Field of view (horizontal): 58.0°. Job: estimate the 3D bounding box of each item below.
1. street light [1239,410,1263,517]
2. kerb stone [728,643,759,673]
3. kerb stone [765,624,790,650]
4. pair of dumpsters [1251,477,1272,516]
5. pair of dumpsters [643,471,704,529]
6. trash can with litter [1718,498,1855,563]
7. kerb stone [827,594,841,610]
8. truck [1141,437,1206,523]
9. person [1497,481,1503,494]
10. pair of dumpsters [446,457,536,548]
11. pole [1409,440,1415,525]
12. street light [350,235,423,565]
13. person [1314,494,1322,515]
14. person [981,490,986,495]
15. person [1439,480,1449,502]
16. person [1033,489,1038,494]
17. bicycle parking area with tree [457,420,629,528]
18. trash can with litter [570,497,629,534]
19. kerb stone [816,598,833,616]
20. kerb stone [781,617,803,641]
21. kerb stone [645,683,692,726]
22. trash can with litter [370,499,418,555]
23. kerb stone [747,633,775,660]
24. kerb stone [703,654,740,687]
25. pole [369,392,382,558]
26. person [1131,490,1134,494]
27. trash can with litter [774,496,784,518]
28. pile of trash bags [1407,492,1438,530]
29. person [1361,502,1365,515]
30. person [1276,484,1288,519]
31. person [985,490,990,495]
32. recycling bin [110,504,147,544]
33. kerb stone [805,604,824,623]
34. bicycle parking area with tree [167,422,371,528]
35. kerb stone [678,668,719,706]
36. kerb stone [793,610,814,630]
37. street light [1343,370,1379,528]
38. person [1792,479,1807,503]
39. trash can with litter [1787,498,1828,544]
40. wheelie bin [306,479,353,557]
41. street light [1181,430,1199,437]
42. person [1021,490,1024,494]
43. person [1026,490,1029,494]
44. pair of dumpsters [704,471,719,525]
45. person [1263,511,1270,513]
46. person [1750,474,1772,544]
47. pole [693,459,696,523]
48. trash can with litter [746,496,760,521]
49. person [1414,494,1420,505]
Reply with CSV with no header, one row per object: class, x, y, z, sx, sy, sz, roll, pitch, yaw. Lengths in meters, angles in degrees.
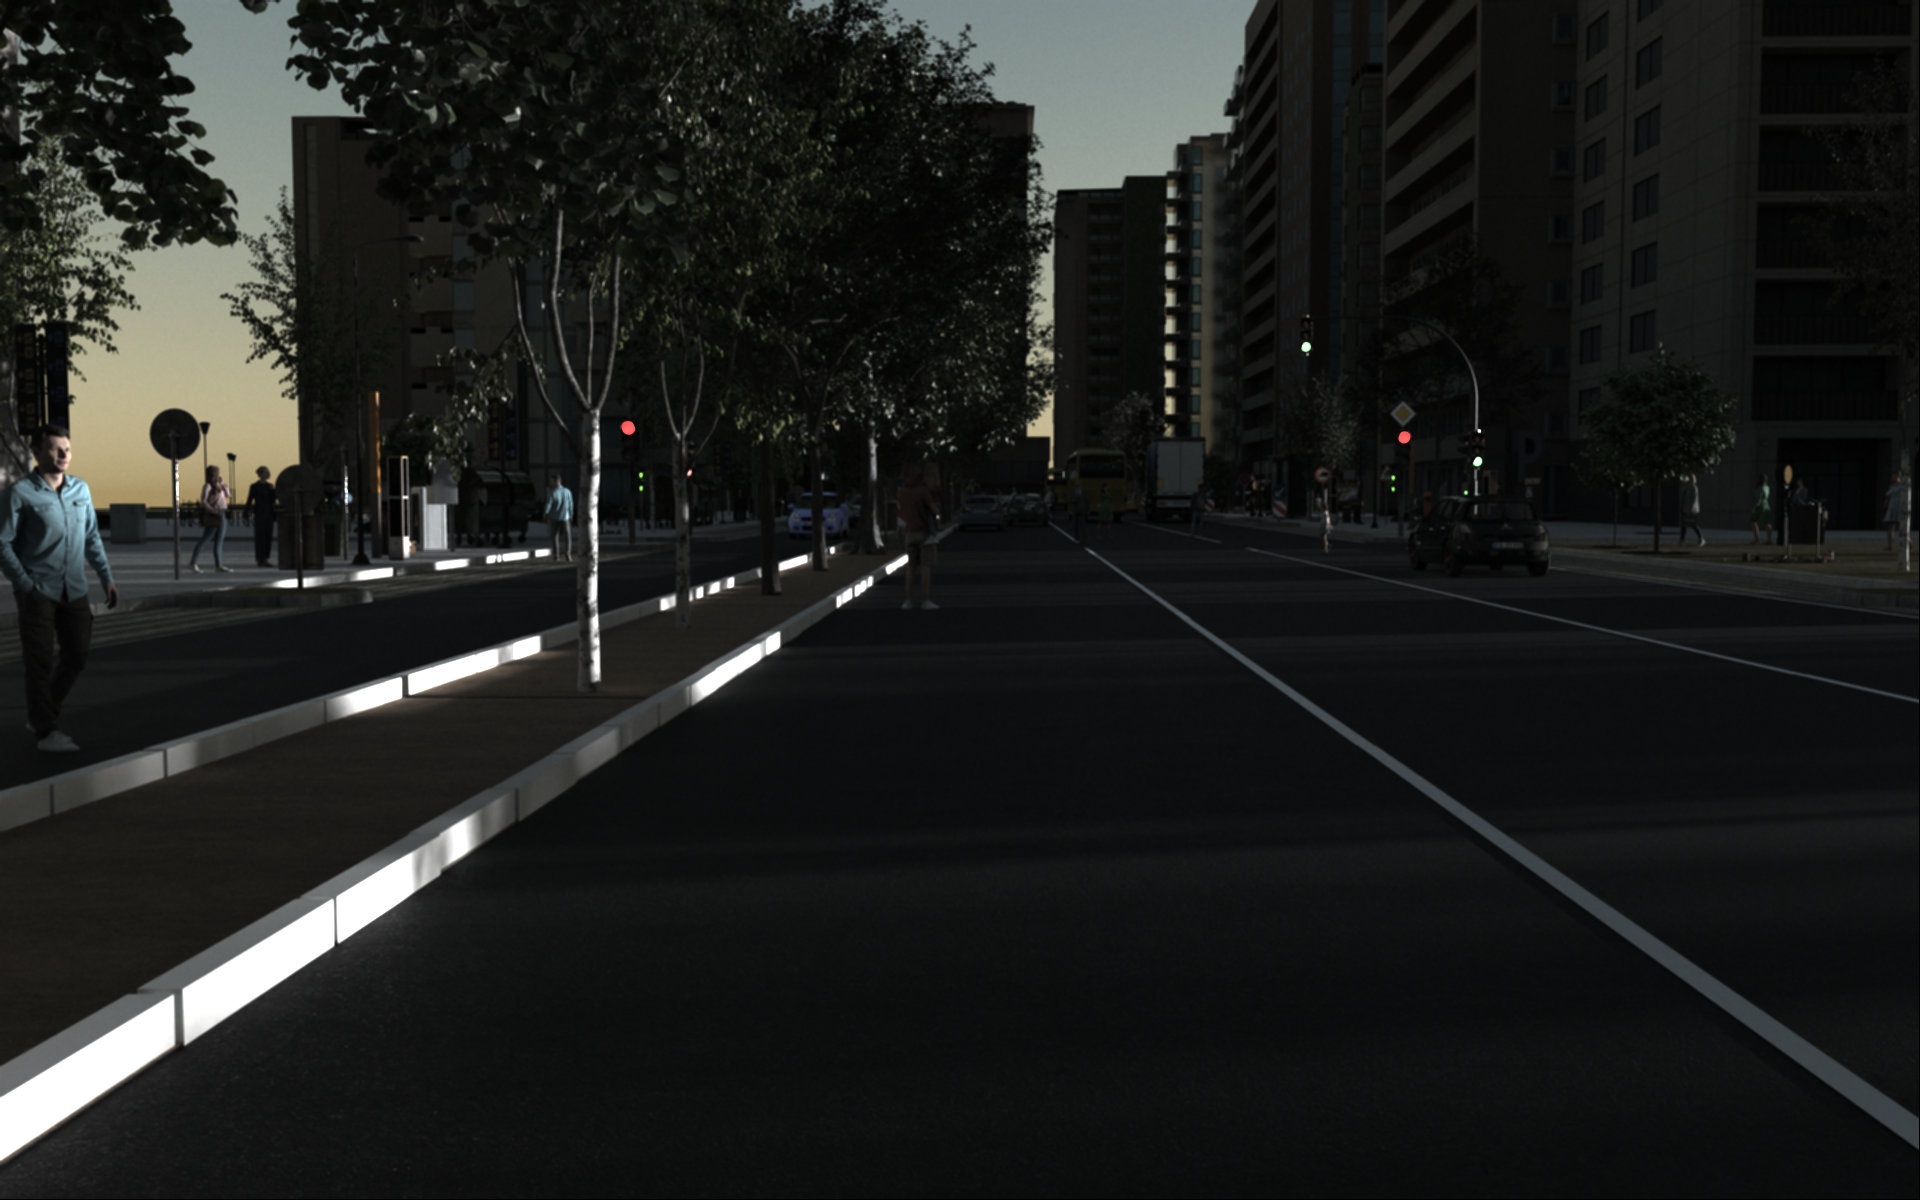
street light,16.121,-7.555,96.059,1.470,5.913,1.316,0,4,2
kerb stone,-1.802,0.490,14.208,0.120,0.150,1.000,0,4,2
kerb stone,-1.742,0.363,16.257,0.120,0.150,1.000,0,4,2
pair of dumpsters,18.346,-6.124,102.620,1.574,2.255,4.437,0,4,2
pair of dumpsters,-10.882,-3.820,64.952,1.574,2.255,4.437,0,4,1
trash can with litter,15.682,-1.340,32.969,2.233,1.210,1.678,3,5,42
kerb stone,-1.603,0.055,21.370,0.120,0.150,1.000,0,4,2
truck,11.096,-6.211,90.463,2.839,4.237,11.283,0,4,3
person,22.902,-4.157,73.783,0.755,1.850,0.659,2,4,29
pair of dumpsters,-11.958,-2.499,43.345,1.574,2.255,4.437,0,4,2
pole,17.179,-4.404,65.851,0.158,3.312,0.155,0,3,0
street light,-10.316,-3.587,31.195,1.470,5.913,1.316,0,4,2
person,22.265,-5.946,107.505,0.306,1.304,0.590,-3,5,-39
person,2.430,-10.421,178.750,0.709,1.838,0.599,1,4,9
person,18.156,-3.593,64.890,0.767,1.812,0.694,1,4,11
person,5.976,-7.882,137.305,1.348,1.831,0.705,-2,4,-27
bicycle parking area with tree,-16.731,-4.915,67.355,8.231,4.147,9.016,0,4,-3
trash can with litter,-11.449,-2.714,55.428,2.233,1.210,1.678,2,4,34
kerb stone,-1.631,0.113,20.348,0.120,0.150,1.000,0,4,2
kerb stone,-1.708,0.301,17.278,0.120,0.150,1.000,0,4,2
kerb stone,-1.891,0.678,11.142,0.120,0.150,1.000,0,4,2
trash can with litter,-11.968,-1.548,36.700,0.624,1.170,1.055,1,4,11
kerb stone,-1.774,0.426,15.230,0.120,0.150,1.000,0,4,2
kerb stone,-1.832,0.551,13.186,0.120,0.150,1.000,0,4,2
pole,-11.686,-2.494,34.614,0.158,3.312,0.155,0,3,0
person,19.447,-11.593,196.263,0.721,1.739,1.217,0,4,-3
trash can with litter,-10.110,-5.073,94.338,1.055,1.170,0.624,0,4,-1
pile of trash bags,16.992,-3.210,62.233,1.912,1.369,3.447,1,4,19
person,24.244,-5.789,104.964,0.640,1.303,0.475,-1,4,-14
person,16.261,-4.986,87.751,0.592,1.802,0.473,3,5,45
person,2.362,-8.466,147.474,0.990,1.755,0.434,3,5,41
recycling bin,-21.672,-1.992,45.129,0.722,1.027,0.722,-1,4,-12
kerb stone,-1.656,0.176,19.322,0.120,0.150,1.000,0,4,2
bicycle parking area with tree,-28.070,-5.128,70.838,8.231,4.147,9.016,-1,4,-22
kerb stone,-1.857,0.620,12.165,0.120,0.150,1.000,0,4,2
kerb stone,-1.688,0.238,18.300,0.120,0.150,1.000,0,4,2
street light,15.105,-5.668,65.208,1.470,5.913,1.316,0,4,2
person,27.930,-3.144,57.727,0.573,1.790,0.520,-3,4,-39
trash can with litter,21.591,-2.011,44.272,0.624,1.170,1.055,-3,4,-37
wheelie bin,-13.008,-1.699,35.692,0.980,1.594,0.693,-2,4,-28
street light,16.853,-9.417,126.509,1.470,5.913,1.316,0,4,2
person,6.636,-11.030,188.701,0.599,1.838,0.709,-2,4,-30
person,6.683,-10.105,173.672,0.705,1.831,1.348,-3,5,-45
pair of dumpsters,-10.869,-4.141,70.202,1.574,2.255,4.437,0,4,2
person,20.483,-6.698,115.543,0.713,1.824,0.794,1,4,12
person,20.436,-2.315,44.148,0.529,1.795,0.600,3,5,41
pole,-11.736,-5.044,76.317,0.158,3.312,0.155,0,3,0
trash can with litter,-10.058,-4.519,84.946,1.678,1.210,2.233,0,4,5
person,19.610,-3.920,74.385,0.306,1.304,0.590,2,4,24
